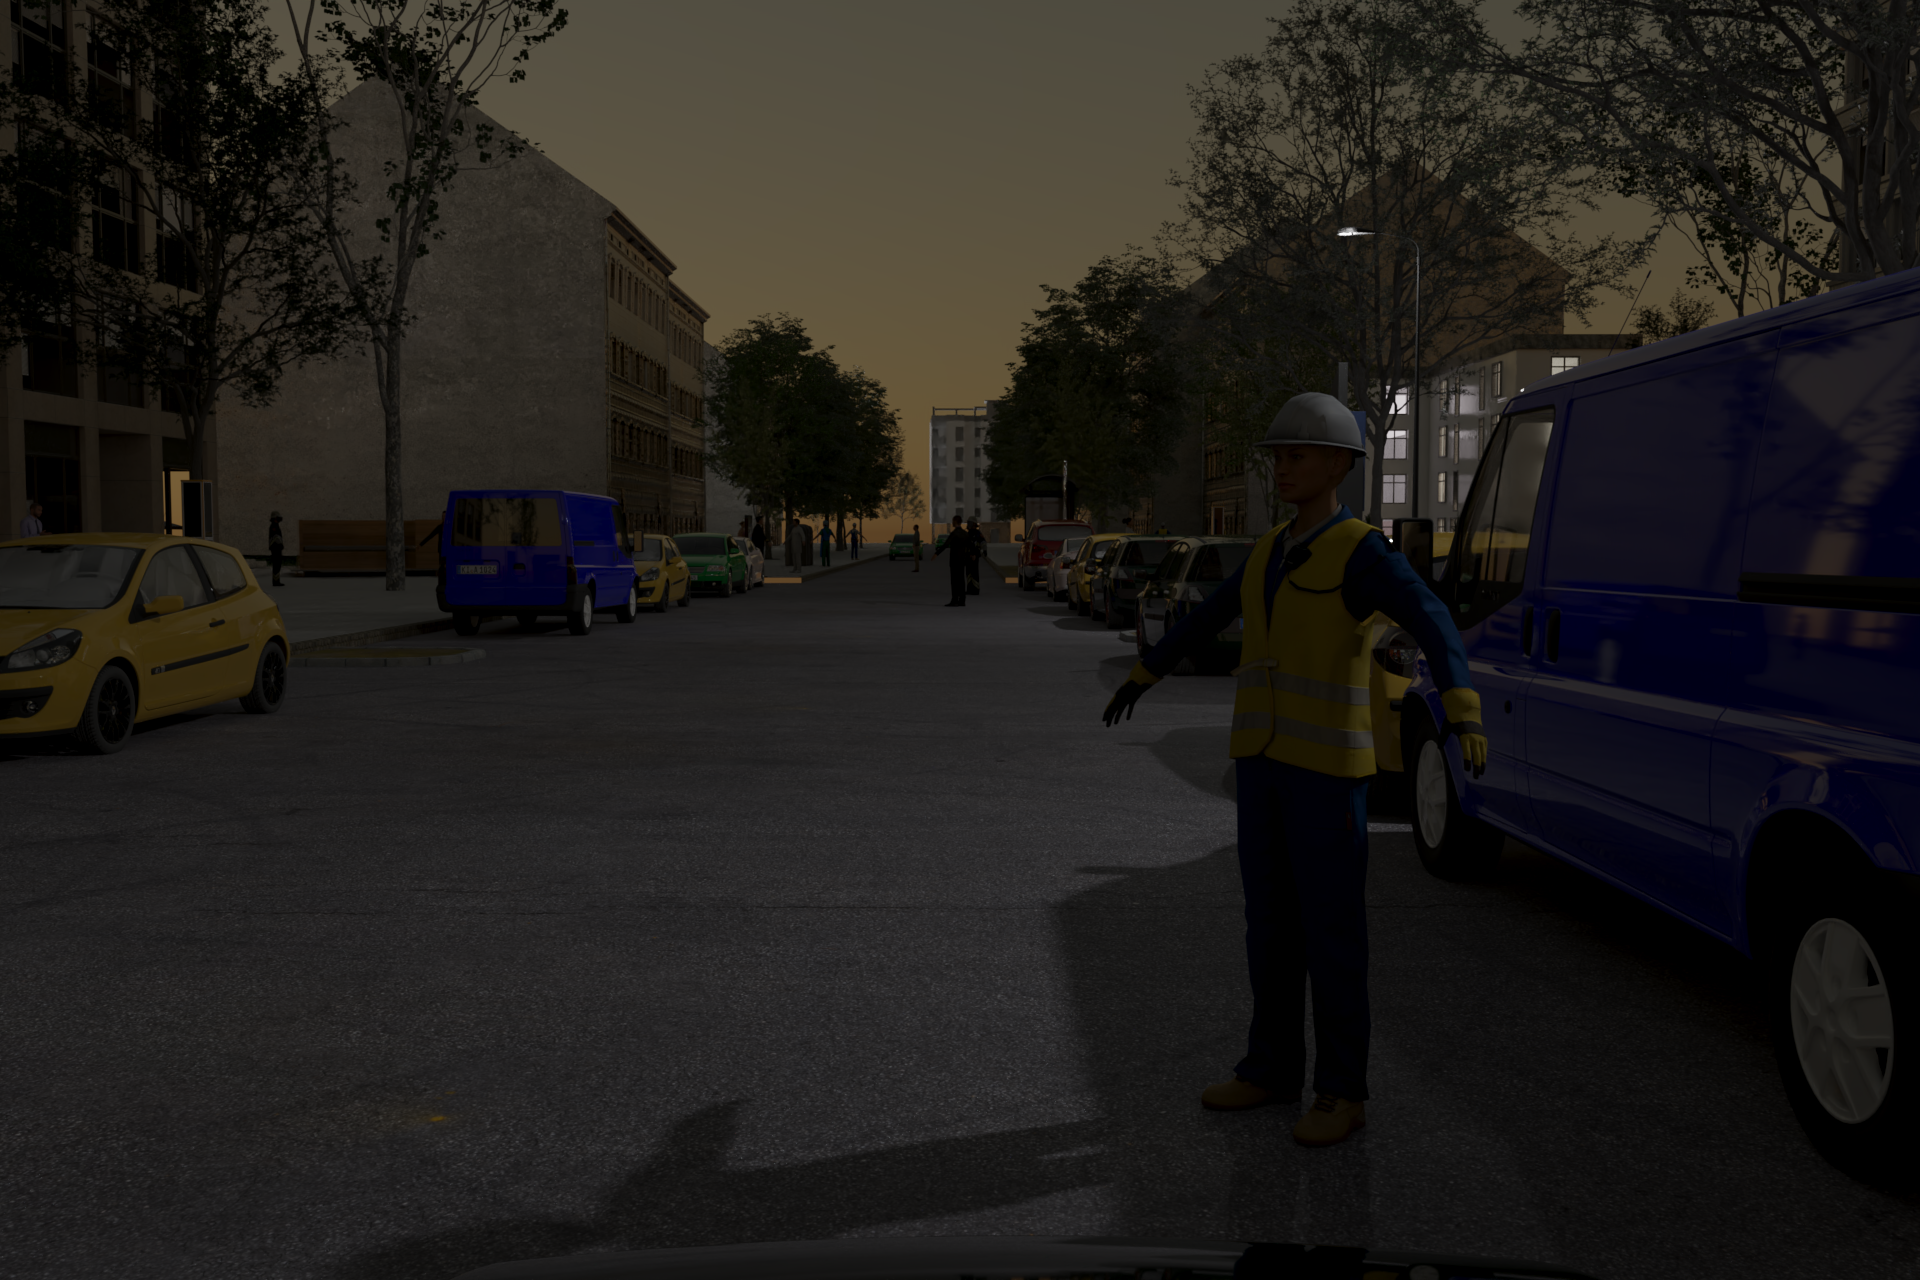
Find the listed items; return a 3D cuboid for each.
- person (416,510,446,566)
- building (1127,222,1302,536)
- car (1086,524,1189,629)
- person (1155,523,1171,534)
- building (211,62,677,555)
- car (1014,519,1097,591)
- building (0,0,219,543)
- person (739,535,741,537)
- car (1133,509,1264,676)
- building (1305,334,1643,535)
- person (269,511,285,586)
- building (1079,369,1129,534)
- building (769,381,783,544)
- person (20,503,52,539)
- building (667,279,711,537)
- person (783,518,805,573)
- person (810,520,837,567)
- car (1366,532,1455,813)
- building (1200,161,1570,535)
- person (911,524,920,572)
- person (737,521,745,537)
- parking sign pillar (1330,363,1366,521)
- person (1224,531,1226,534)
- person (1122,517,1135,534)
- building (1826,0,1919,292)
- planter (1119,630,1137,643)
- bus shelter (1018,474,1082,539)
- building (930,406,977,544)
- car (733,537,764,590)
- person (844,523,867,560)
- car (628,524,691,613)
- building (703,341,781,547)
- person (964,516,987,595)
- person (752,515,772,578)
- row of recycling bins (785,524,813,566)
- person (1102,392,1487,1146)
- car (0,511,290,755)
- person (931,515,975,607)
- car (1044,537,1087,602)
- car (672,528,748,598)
[{"bbox_3d":[-11.766,-2.053,39.630,1.348,1.821,0.705,1,4,9],"label":"person"},{"bbox_3d":[22.677,-18.227,128.947,19.493,23.208,18.063,0,4,0],"label":"building"},{"bbox_3d":[3.043,-1.083,27.499,2.009,1.686,4.222,0,4,-1],"label":"car"},{"bbox_3d":[9.686,-4.692,82.686,1.349,1.833,0.705,1,4,9],"label":"person"},{"bbox_3d":[-25.656,-15.787,89.045,19.493,23.208,18.063,0,4,0],"label":"building"},{"bbox_3d":[2.578,-2.218,44.945,2.281,1.827,5.304,0,4,0],"label":"car"},{"bbox_3d":[-32.541,-14.238,35.986,19.351,26.588,34.151,0,3,0],"label":"building"},{"bbox_3d":[-9.213,-3.862,72.405,0.991,1.433,0.599,1,4,12],"label":"person"},{"bbox_3d":[2.946,-0.556,18.881,2.009,1.686,4.222,0,4,-1],"label":"car"},{"bbox_3d":[24.179,-8.851,86.857,9.099,9.664,28.070,0,4,0],"label":"building"},{"bbox_3d":[-16.770,-2.245,42.571,0.704,1.845,1.351,-2,4,-23],"label":"person"},{"bbox_3d":[23.858,-22.672,201.607,19.493,23.208,18.063,0,3,0],"label":"building"},{"bbox_3d":[-28.256,-21.893,214.369,16.016,20.090,11.380,0,3,0],"label":"building"},{"bbox_3d":[-16.628,-1.554,31.326,0.599,1.838,0.709,0,4,5],"label":"person"},{"bbox_3d":[-26.955,-17.124,110.913,19.493,23.208,18.063,0,3,0],"label":"building"},{"bbox_3d":[-5.466,-3.147,57.647,0.705,1.806,1.347,-3,4,-36],"label":"person"},{"bbox_3d":[-5.244,-3.736,67.214,0.704,1.817,1.347,3,5,43],"label":"person"},{"bbox_3d":[2.828,-0.007,10.331,2.015,1.641,3.980,0,4,0],"label":"car"},{"bbox_3d":[26.059,-17.093,110.396,19.493,23.208,18.063,0,4,0],"label":"building"},{"bbox_3d":[-1.674,-3.459,65.285,0.705,1.796,1.348,0,4,-1],"label":"person"},{"bbox_3d":[-7.530,-3.302,60.786,0.721,1.733,1.217,1,4,20],"label":"person"},{"bbox_3d":[6.153,-2.416,27.966,1.447,3.967,1.447,0,4,0],"label":"parking sign pillar"},{"bbox_3d":[13.454,-5.133,89.694,0.705,1.858,1.354,2,4,27],"label":"person"},{"bbox_3d":[4.755,-2.504,47.709,0.721,1.739,1.217,1,4,8],"label":"person"},{"bbox_3d":[26.946,-11.663,37.365,8.464,21.280,15.925,0,4,0],"label":"building"},{"bbox_3d":[3.188,-0.143,23.478,1.991,0.319,1.994,0,4,-1],"label":"planter"},{"bbox_3d":[3.132,-4.111,61.139,2.014,3.302,5.546,0,4,0],"label":"bus shelter"},{"bbox_3d":[-4.044,-23.828,248.456,11.380,20.090,16.016,0,4,4],"label":"building"},{"bbox_3d":[-6.252,-2.039,45.698,2.083,1.381,4.827,0,4,0],"label":"car"},{"bbox_3d":[-5.218,-4.897,85.927,1.347,1.847,0.705,2,4,29],"label":"person"},{"bbox_3d":[-6.186,-1.378,32.754,2.015,1.641,3.980,0,4,0],"label":"car"},{"bbox_3d":[-29.233,-21.433,181.362,19.493,23.208,18.063,0,4,1],"label":"building"},{"bbox_3d":[0.270,-1.987,40.727,0.705,1.856,1.354,-3,4,-36],"label":"person"},{"bbox_3d":[-5.872,-2.750,50.902,0.705,1.837,1.347,-2,4,-27],"label":"person"},{"bbox_3d":[-6.503,-3.874,70.446,1.069,1.692,3.534,0,4,0],"label":"row of recycling bins"},{"bbox_3d":[0.778,0.290,4.184,0.721,1.772,1.216,-2,4,-35],"label":"person"},{"bbox_3d":[-6.335,-0.137,12.466,2.015,1.641,3.980,0,4,0],"label":"car"},{"bbox_3d":[-0.072,-1.562,34.225,0.704,1.802,1.346,3,4,38],"label":"person"},{"bbox_3d":[2.903,-1.573,38.075,2.083,1.381,4.827,0,4,0],"label":"car"},{"bbox_3d":[-6.039,-1.933,40.405,1.959,1.807,4.718,0,4,0],"label":"car"}]
